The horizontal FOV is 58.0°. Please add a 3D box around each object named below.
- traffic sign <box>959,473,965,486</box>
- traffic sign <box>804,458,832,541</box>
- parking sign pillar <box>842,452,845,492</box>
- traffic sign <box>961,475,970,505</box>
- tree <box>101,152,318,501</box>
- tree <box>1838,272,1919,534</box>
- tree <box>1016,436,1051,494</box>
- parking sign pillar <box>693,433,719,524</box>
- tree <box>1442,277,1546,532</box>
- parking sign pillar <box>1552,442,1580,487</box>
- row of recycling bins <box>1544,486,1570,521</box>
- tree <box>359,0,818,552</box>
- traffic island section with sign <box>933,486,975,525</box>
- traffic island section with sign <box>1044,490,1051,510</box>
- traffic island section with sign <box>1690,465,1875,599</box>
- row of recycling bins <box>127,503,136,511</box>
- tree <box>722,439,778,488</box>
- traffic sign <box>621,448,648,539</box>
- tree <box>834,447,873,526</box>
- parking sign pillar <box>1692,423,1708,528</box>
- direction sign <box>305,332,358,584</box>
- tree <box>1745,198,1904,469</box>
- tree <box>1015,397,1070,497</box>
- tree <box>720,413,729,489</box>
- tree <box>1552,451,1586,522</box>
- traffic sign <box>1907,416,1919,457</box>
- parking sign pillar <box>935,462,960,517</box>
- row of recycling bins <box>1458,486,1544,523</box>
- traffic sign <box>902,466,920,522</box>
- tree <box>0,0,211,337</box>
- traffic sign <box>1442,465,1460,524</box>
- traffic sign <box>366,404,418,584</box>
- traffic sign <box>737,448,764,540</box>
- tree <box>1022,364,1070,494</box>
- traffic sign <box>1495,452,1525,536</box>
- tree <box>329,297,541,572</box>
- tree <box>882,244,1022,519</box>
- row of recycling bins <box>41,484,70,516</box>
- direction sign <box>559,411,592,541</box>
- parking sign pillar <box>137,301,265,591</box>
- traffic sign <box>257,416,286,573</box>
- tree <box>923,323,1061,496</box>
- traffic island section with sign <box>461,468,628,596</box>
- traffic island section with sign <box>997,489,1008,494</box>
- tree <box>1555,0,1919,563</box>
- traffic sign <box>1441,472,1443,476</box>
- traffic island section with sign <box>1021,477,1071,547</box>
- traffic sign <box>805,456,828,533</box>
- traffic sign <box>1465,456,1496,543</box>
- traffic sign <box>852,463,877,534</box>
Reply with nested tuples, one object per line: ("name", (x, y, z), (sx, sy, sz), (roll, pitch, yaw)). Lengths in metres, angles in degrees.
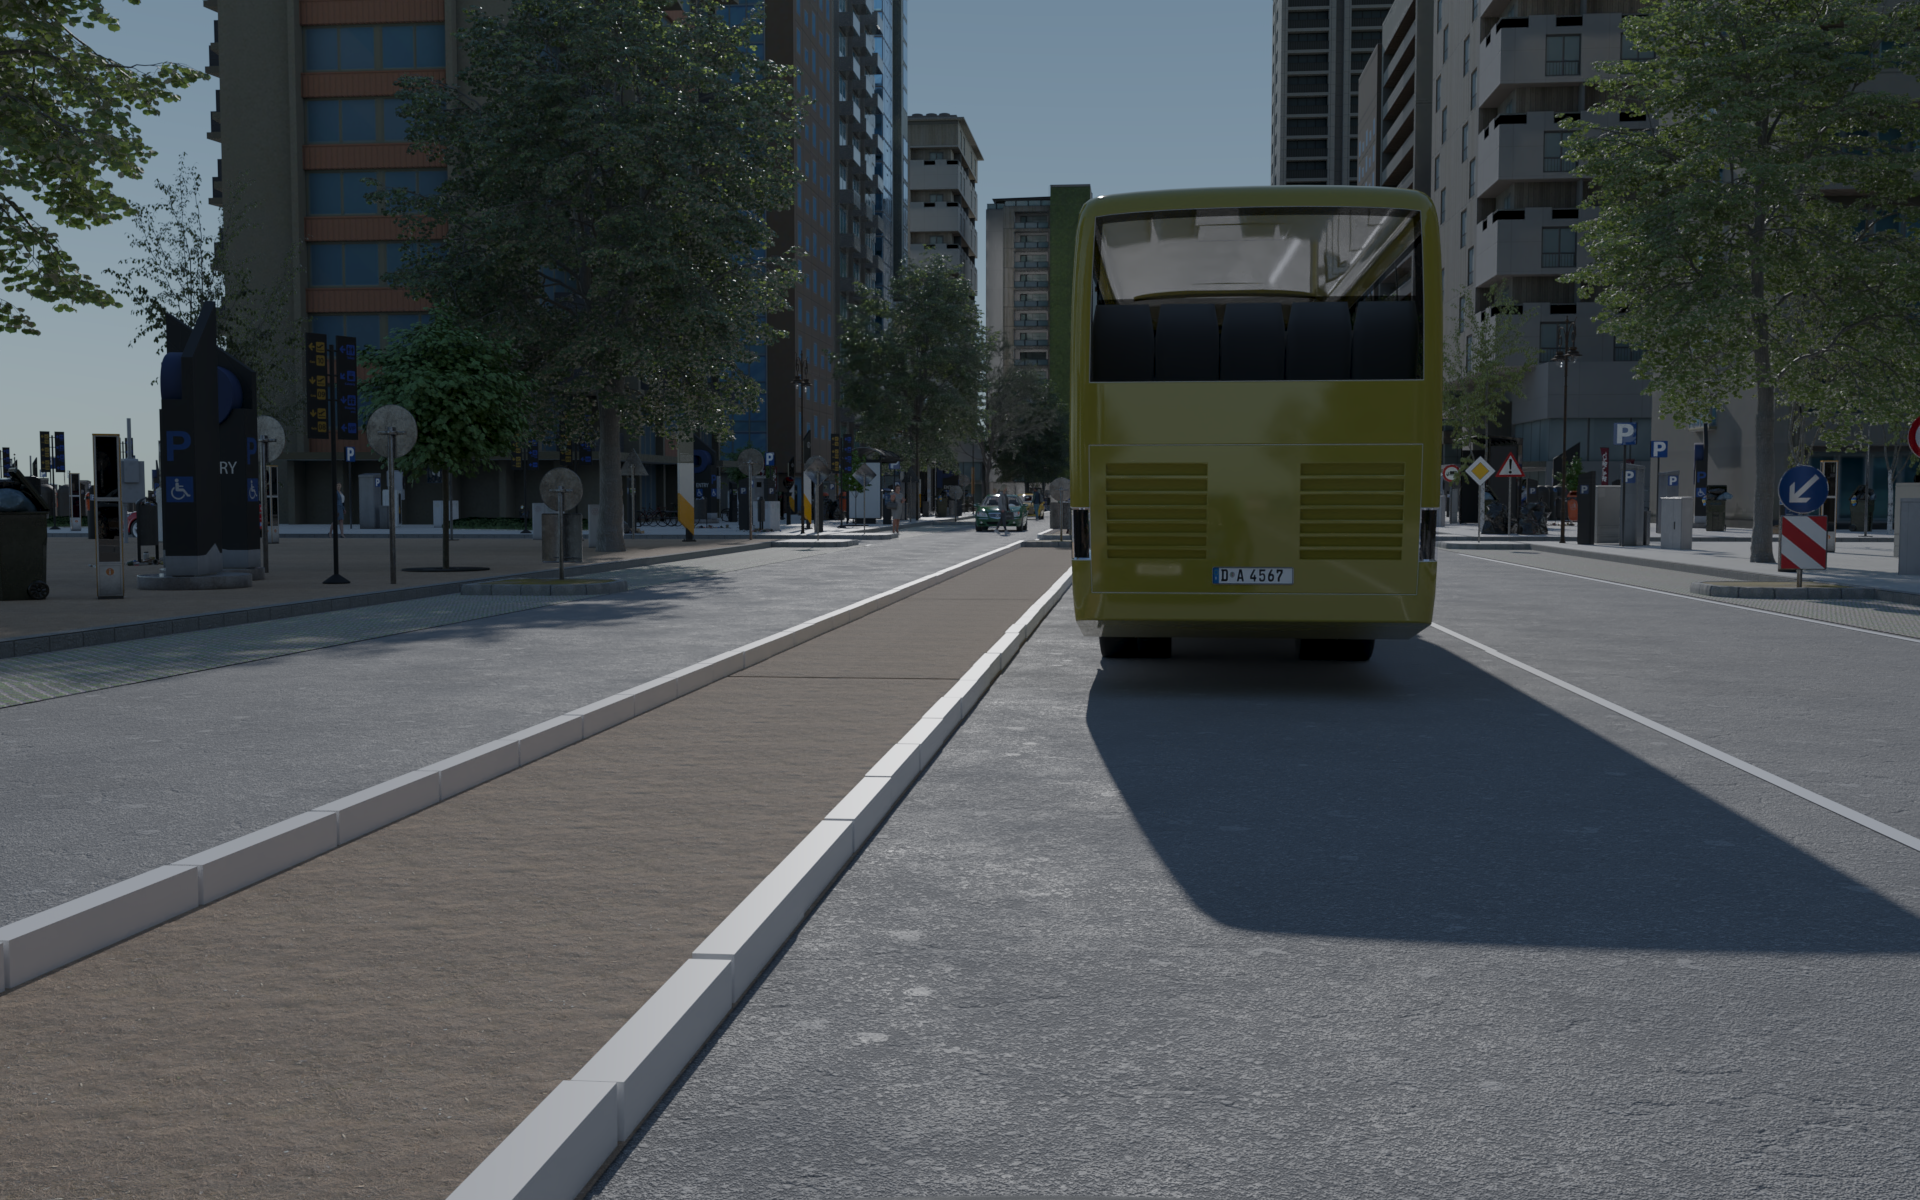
("traffic sign", (-0.091, -6.328, 103.563), (0.768, 2.556, 0.104), (0, 4, 8))
("traffic sign", (-3.898, -2.685, 47.536), (0.795, 2.450, 0.064), (0, 4, 6))
("parking sign pillar", (-6.891, -7.456, 110.385), (1.447, 3.967, 1.447), (-3, 4, -38))
("traffic sign", (0.278, -7.094, 116.092), (0.768, 2.556, 0.104), (1, 4, 11))
("tree", (-16.646, -5.388, 38.450), (4.360, 8.622, 3.978), (0, 3, 0))
("tree", (29.970, -6.421, 55.350), (4.737, 8.622, 4.395), (0, 3, 0))
("tree", (7.254, -13.906, 177.726), (4.360, 8.622, 3.978), (0, 3, 0))
("parking sign pillar", (-11.255, -5.332, 75.652), (1.447, 3.967, 1.447), (2, 4, 31))
("tree", (17.525, -6.626, 58.693), (4.737, 8.622, 4.395), (0, 3, 0))
("parking sign pillar", (31.241, -6.169, 89.334), (1.447, 3.967, 1.447), (1, 4, 11))
("row of recycling bins", (29.047, -4.751, 84.793), (3.534, 1.692, 1.069), (-3, 5, -43))
("tree", (-7.915, -8.050, 38.267), (9.857, 13.997, 8.962), (0, 3, 0))
("traffic island section with sign", (-0.175, -4.364, 79.976), (1.989, 1.847, 2.006), (0, 4, 6))
("traffic island section with sign", (7.986, -9.098, 157.374), (1.989, 1.847, 2.006), (0, 4, 6))
("traffic island section with sign", (11.479, -0.966, 24.418), (1.989, 1.847, 2.006), (0, 4, 6))
("row of recycling bins", (-62.221, -7.468, 129.219), (1.069, 1.692, 3.534), (-3, 5, -41))
("tree", (-12.601, -7.301, 103.081), (4.285, 4.588, 4.351), (0, 3, 0))
("traffic sign", (-9.281, -3.007, 49.165), (0.884, 2.594, 0.081), (0, 4, 7))
("tree", (-4.055, -4.559, 69.134), (1.663, 3.219, 1.824), (0, 3, 0))
("parking sign pillar", (27.951, -4.701, 65.330), (1.447, 3.967, 1.447), (1, 4, 21))
("direction sign", (-8.933, -2.001, 24.708), (0.379, 3.537, 0.876), (2, 4, 29))
("tree", (21.288, -5.683, 43.271), (4.360, 8.622, 3.978), (0, 3, 0))
("tree", (9.667, -17.179, 199.006), (7.486, 12.596, 7.792), (0, 3, 0))
("tree", (-16.062, -9.650, 108.147), (4.737, 8.622, 4.395), (0, 3, 0))
("tree", (27.991, -5.136, 78.569), (1.663, 3.219, 1.824), (0, 3, 0))
("traffic sign", (14.979, -1.627, 26.704), (0.768, 2.556, 0.104), (1, 4, 10))
("parking sign pillar", (-0.718, -6.751, 98.850), (1.447, 3.967, 1.447), (0, 4, 5))
("row of recycling bins", (23.818, -4.264, 76.829), (3.534, 1.692, 1.069), (3, 5, 40))
("traffic sign", (-2.271, -4.871, 79.644), (0.884, 2.594, 0.081), (1, 4, 14))
("tree", (-9.952, -5.875, 14.179), (7.486, 12.596, 7.792), (0, 3, 0))
("traffic sign", (21.181, -4.561, 74.680), (0.768, 2.556, 0.104), (1, 4, 13))
("traffic sign", (-8.090, -1.501, 24.651), (0.768, 2.556, 0.104), (0, 4, 7))
("traffic sign", (-5.854, -2.953, 48.393), (0.768, 2.556, 0.104), (1, 4, 10))
("tree", (6.436, -15.976, 167.864), (9.857, 13.997, 8.962), (0, 3, 0))
("traffic sign", (16.945, -3.264, 53.378), (0.884, 2.594, 0.081), (1, 4, 12))
("tree", (-8.729, -2.768, 28.979), (4.285, 4.588, 4.351), (0, 3, 0))
("tree", (-2.389, -11.227, 90.223), (9.857, 13.997, 8.962), (0, 3, 0))
("row of recycling bins", (-38.635, -4.001, 72.530), (3.534, 1.692, 1.069), (0, 4, 7))
("direction sign", (-10.470, -3.378, 47.235), (0.876, 3.537, 0.379), (0, 4, -1))
("parking sign pillar", (-10.481, -2.150, 23.619), (1.447, 3.967, 1.447), (-1, 4, -9))
("traffic sign", (-11.296, -1.713, 28.117), (0.768, 2.556, 0.104), (1, 4, 12))
("tree", (1.974, -13.002, 122.953), (12.009, 13.543, 11.850), (0, 3, 0))
("traffic island section with sign", (-5.946, -1.014, 25.204), (1.989, 1.847, 2.006), (0, 4, 6))
("traffic island section with sign", (2.679, -6.021, 107.070), (1.989, 1.847, 2.006), (0, 4, 6))
("tree", (14.714, -6.988, 32.373), (7.486, 12.596, 7.792), (0, 3, 0))
("traffic sign", (14.534, -3.056, 53.609), (0.795, 2.450, 0.064), (0, 4, 6))
("traffic island section with sign", (2.721, -2.385, 47.138), (2.006, 1.907, 1.989), (0, 4, 6))
("traffic sign", (-4.764, -3.502, 57.364), (0.768, 2.556, 0.104), (1, 4, 9))
("traffic sign", (13.697, -2.570, 45.668), (0.795, 2.450, 0.064), (0, 4, 6))
("traffic sign", (-3.061, -3.170, 55.477), (0.795, 2.450, 0.064), (0, 4, 6))
